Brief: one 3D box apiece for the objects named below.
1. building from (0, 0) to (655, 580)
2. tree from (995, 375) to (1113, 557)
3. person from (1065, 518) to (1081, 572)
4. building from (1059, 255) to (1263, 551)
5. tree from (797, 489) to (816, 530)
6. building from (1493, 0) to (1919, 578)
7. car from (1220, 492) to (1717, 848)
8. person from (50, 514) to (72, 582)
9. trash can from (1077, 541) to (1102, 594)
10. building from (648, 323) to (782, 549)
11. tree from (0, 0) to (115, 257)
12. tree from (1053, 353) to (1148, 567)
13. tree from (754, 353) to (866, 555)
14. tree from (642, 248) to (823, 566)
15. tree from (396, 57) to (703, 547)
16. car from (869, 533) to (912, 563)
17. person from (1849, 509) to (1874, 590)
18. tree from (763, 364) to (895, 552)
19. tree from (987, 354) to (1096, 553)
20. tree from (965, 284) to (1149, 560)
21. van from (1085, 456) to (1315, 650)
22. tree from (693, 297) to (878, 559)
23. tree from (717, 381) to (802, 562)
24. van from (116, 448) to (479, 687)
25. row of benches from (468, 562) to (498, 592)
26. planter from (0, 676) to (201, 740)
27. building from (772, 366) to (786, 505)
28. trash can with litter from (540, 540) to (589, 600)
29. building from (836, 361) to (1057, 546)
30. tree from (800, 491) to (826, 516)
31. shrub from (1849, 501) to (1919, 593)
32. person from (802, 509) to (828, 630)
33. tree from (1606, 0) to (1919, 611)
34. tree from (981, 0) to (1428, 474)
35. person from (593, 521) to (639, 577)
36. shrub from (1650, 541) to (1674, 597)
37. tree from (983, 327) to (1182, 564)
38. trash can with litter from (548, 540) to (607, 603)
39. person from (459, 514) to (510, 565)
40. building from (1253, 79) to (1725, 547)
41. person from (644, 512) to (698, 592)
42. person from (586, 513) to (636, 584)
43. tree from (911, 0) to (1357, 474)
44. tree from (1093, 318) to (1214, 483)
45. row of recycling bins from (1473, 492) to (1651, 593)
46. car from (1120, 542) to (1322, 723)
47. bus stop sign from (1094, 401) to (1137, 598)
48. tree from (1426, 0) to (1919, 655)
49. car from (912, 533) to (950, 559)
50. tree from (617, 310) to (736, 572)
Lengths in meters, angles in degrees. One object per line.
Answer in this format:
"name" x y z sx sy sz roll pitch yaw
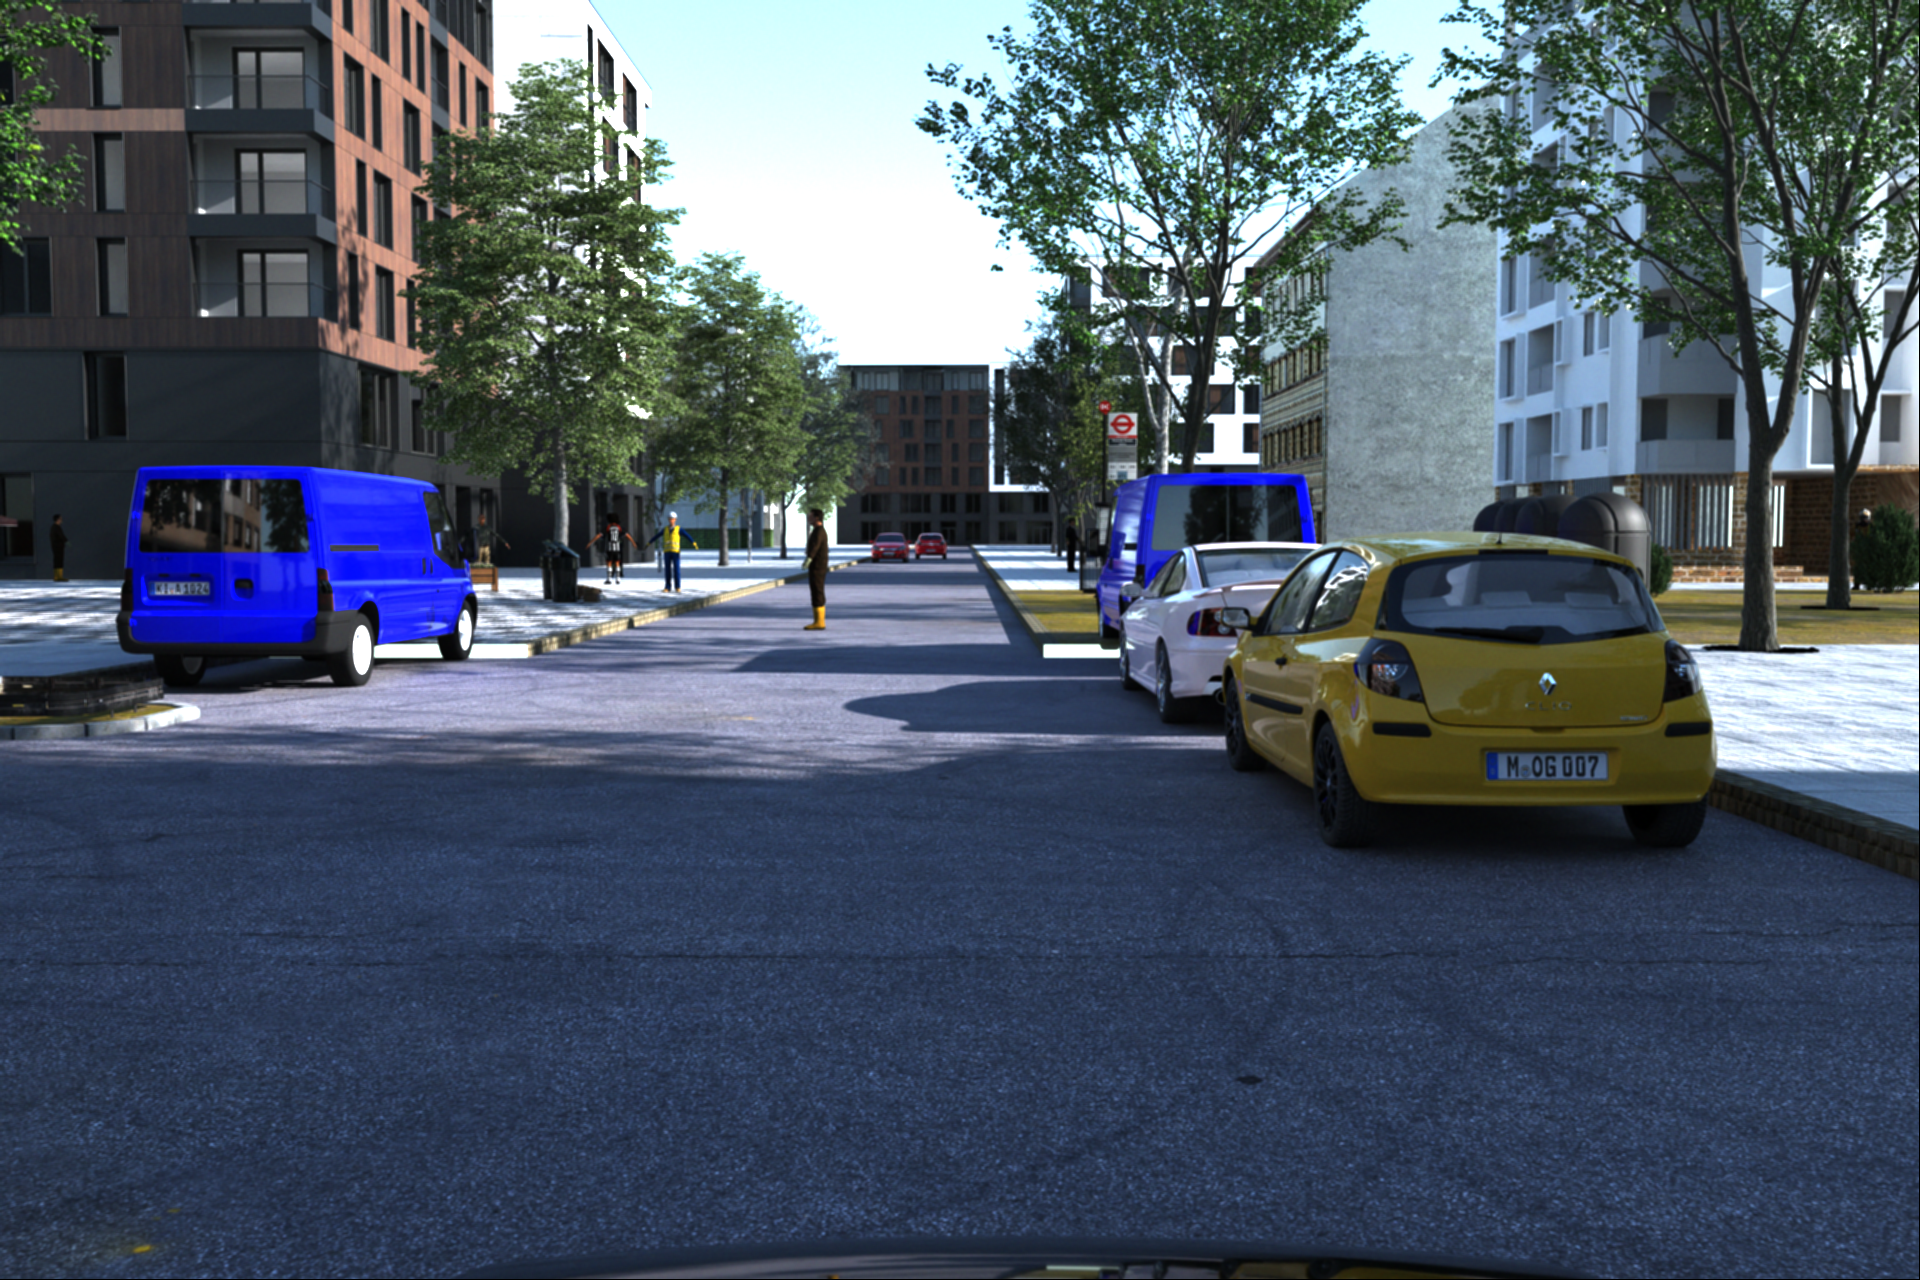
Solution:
"building" -28.108 -13.435 63.638 27.936 21.610 32.646 0 3 0
"tree" 5.782 -9.997 97.858 8.767 10.594 7.601 2 4 24
"person" 3.794 -3.211 58.432 0.705 1.837 1.347 2 4 24
"building" 22.029 -18.304 143.249 27.936 21.610 32.646 0 4 0
"tree" -17.524 -16.061 212.951 4.360 8.622 3.978 0 3 0
"building" 23.648 -12.337 58.130 16.016 20.090 11.380 0 4 0
"car" 2.499 0.053 9.349 2.015 1.641 3.980 0 4 -1
"person" -24.357 -2.490 46.844 0.704 1.812 1.346 -3 5 -45
"trash can" 2.893 -1.581 37.496 0.748 1.137 0.748 0 3 0
"building" -26.826 -18.017 161.037 16.747 18.905 31.486 0 4 1
"tree" -13.094 -5.641 17.986 9.928 11.665 9.643 0 3 0
"tree" 5.448 -7.168 67.560 4.737 8.622 4.395 0 3 0
"tree" -9.665 -11.650 108.599 7.486 12.596 7.792 0 3 0
"tree" -9.145 -9.253 69.411 7.486 12.596 7.792 0 3 0
"tree" -9.885 -7.558 41.705 7.486 12.596 7.792 0 3 0
"car" -3.519 -4.822 87.878 2.155 1.783 4.494 0 3 0
"person" 20.769 -2.082 39.811 1.354 1.858 0.705 3 4 38
"tree" -9.703 -13.010 123.085 12.009 13.543 11.850 0 3 0
"tree" 6.330 -12.521 115.085 12.009 13.543 11.850 0 3 0
"tree" 5.384 -10.756 86.227 12.009 13.543 11.850 0 3 0
"van" 2.668 -0.941 19.775 2.240 2.365 5.245 0 4 -1
"tree" -9.000 -10.943 89.290 12.009 13.543 11.850 0 3 0
"tree" -9.643 -7.805 77.973 4.360 8.622 3.978 0 3 0
"van" -6.542 -0.828 17.929 2.240 2.365 5.245 0 3 0
"row of benches" -12.083 -1.374 37.926 4.104 0.672 1.422 -1 4 -21
"planter" -6.920 0.496 13.027 1.991 0.319 1.994 0 4 0
"building" -24.748 -19.961 182.774 16.016 20.090 11.380 0 3 0
"trash can with litter" -7.674 -1.376 33.885 1.055 1.170 0.624 0 4 0
"building" 1.866 -22.688 217.377 32.646 21.610 27.936 0 4 3
"tree" -17.601 -16.340 217.513 4.360 8.622 3.978 0 3 0
"shrub" 20.189 -2.032 37.641 1.690 2.028 1.600 0 3 0
"person" -2.171 -1.061 25.943 0.704 1.812 1.346 0 4 2
"tree" 15.117 -6.323 29.133 9.928 11.665 9.643 0 3 0
"tree" 3.927 -6.294 28.663 9.928 11.665 9.643 0 3 0
"person" -10.302 -2.819 51.865 1.354 1.856 0.705 0 4 -6
"shrub" 13.974 -1.471 35.163 1.383 1.207 1.383 0 3 0
"tree" 5.275 -8.558 74.331 8.767 10.594 7.601 0 4 -1
"trash can with litter" -7.197 -1.297 32.594 1.055 1.170 0.624 0 4 1
"person" -12.263 -2.336 44.469 1.348 1.796 0.705 -2 4 -25
"building" 26.065 -15.726 88.044 19.493 23.208 18.063 0 4 0
"person" -6.385 -1.947 38.290 1.216 1.772 0.721 0 4 6
"person" -8.916 -2.340 44.407 1.345 1.843 0.704 -2 4 -31
"tree" 4.851 -11.658 46.502 12.611 20.169 13.585 0 3 0
"tree" 6.349 -6.675 59.503 4.737 8.622 4.395 0 3 0
"row of recycling bins" 6.255 -0.686 18.334 1.069 1.692 3.534 0 4 0
"car" 2.430 -0.131 14.501 2.083 1.381 4.827 0 4 -1
"bus stop sign" 3.120 -2.819 34.795 0.855 3.939 0.416 0 4 -2
"tree" 8.892 -5.687 18.738 9.928 11.665 9.643 0 3 0
"car" -1.665 -5.541 99.635 2.155 1.783 4.494 0 4 -1
"tree" -10.206 -6.558 57.590 4.360 8.622 3.978 0 3 0
